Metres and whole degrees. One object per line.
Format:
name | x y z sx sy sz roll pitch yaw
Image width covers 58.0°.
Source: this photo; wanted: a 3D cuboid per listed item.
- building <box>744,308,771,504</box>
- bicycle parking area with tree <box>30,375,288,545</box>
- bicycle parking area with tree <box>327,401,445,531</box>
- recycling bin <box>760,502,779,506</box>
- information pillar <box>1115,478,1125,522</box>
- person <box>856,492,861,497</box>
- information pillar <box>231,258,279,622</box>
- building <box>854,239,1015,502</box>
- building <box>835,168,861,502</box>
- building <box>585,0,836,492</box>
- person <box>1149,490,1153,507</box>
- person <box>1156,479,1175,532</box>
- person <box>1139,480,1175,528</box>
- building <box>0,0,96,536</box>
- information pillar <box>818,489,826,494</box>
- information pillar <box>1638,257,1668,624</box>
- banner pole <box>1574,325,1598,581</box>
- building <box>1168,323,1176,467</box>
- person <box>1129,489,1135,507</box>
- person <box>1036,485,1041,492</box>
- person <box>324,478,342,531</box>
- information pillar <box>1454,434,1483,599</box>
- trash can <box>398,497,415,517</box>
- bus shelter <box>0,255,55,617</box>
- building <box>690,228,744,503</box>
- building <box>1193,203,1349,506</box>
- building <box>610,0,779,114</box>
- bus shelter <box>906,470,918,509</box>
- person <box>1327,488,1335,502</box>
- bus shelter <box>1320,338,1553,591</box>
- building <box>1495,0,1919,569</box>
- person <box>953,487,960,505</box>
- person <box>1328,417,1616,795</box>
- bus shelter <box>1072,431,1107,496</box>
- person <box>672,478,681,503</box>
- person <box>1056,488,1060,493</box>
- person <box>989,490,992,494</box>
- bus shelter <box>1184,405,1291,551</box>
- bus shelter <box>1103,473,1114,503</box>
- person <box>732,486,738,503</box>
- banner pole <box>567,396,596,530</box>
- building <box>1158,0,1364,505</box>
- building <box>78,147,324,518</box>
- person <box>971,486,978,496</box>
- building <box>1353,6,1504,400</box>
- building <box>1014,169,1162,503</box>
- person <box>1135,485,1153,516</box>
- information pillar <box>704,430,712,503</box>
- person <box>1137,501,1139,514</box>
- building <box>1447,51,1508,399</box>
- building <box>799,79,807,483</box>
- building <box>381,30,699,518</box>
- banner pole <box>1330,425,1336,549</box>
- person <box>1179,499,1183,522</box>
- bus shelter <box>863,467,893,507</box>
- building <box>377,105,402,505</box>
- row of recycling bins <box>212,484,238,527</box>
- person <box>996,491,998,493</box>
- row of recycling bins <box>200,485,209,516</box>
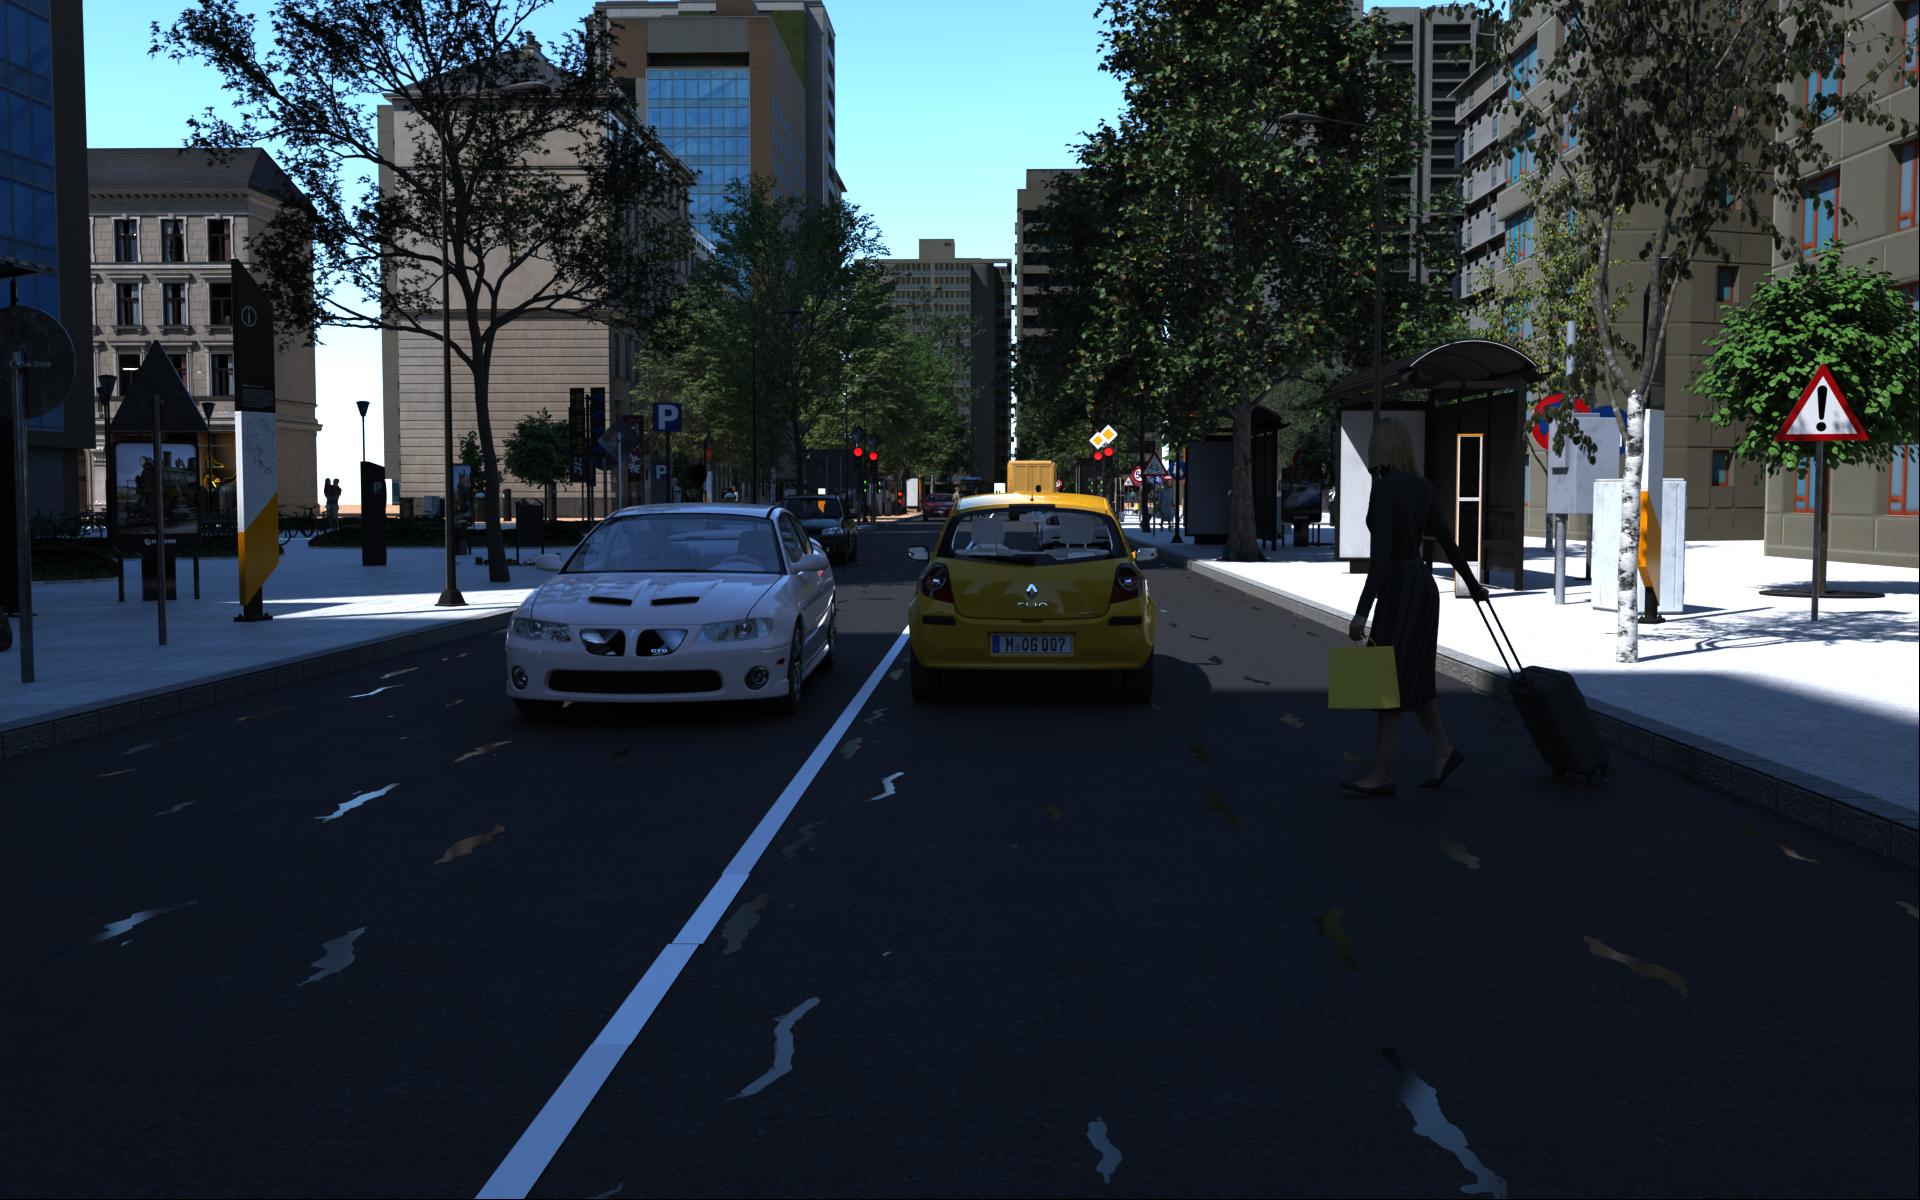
building | -21.990 -17.082 143.914 10.561 19.102 19.286 0 4 2
bicycle parking area with tree | -21.524 -3.494 44.126 9.016 4.147 8.231 -1 4 -13
bicycle parking area with tree | -20.878 -4.097 53.989 8.231 4.147 9.016 1 4 22
recycling bin | -5.654 -2.482 53.136 0.722 1.027 0.722 3 4 38
information pillar | 7.362 -4.602 79.726 0.304 2.012 0.304 3 5 41
person | -8.843 -9.070 155.052 1.217 1.736 0.721 2 4 23
information pillar | -7.120 -1.599 17.493 0.183 3.616 0.504 1 4 21
building | -3.636 -35.142 266.448 23.993 40.220 32.217 0 4 2
building | -30.031 -41.370 265.630 27.495 52.752 28.713 0 4 2
building | -29.112 -40.550 204.989 28.212 58.520 21.231 0 4 2
person | 17.349 -9.093 156.178 0.593 1.643 0.415 -1 4 -11
person | 7.051 -3.222 59.073 0.694 1.780 0.624 0 4 -1
person | 7.465 -3.600 65.114 1.509 1.804 0.699 -1 4 -14
building | -34.503 -24.254 46.661 14.200 45.320 14.600 0 4 2
information pillar | -7.472 -6.277 93.980 0.504 3.616 0.183 2 4 32
information pillar | 6.823 -1.572 17.060 0.183 3.616 0.504 3 4 38
banner pole | 9.437 -2.198 25.957 0.401 3.779 0.863 1 4 15
building | 44.240 -37.026 259.998 28.867 44.769 22.147 0 4 2
person | 16.811 -9.982 169.333 0.705 1.814 1.350 -1 4 -21
person | 2.623 -2.943 57.363 0.466 1.731 0.760 -2 4 -34
person | -21.396 -3.240 58.992 0.580 1.828 0.573 -3 5 -41
information pillar | 6.250 -1.027 21.285 0.304 2.012 0.304 1 4 15
trash can | -25.007 -4.074 78.263 0.748 1.137 0.748 0 3 0
bus shelter | -10.338 -1.453 15.037 1.731 3.624 6.357 0 4 2
building | -22.184 -16.565 125.595 10.420 20.320 16.860 0 4 2
building | 31.084 -24.464 171.687 14.160 30.474 14.107 0 4 2
building | -23.401 -31.250 161.044 14.600 45.320 14.200 0 4 2
bus shelter | -3.917 -9.541 149.924 2.014 3.302 5.546 0 4 2
person | 17.588 -4.595 81.274 0.679 1.850 0.850 0 4 6
bus shelter | 6.758 -1.920 25.318 2.014 3.302 5.546 0 4 2
building | 30.642 -11.969 40.734 27.650 21.520 28.899 0 4 2
person | -0.095 -4.382 80.702 0.362 1.759 0.519 -2 4 -35
person | 2.471 0.021 8.372 1.509 1.804 0.699 -1 4 -10
bus shelter | 7.895 -7.742 104.206 2.179 5.291 8.768 0 4 1
person | -8.538 -2.783 52.028 0.515 1.767 0.782 -2 4 -33
person | 8.453 -8.820 150.260 0.555 1.821 0.388 -3 5 -39
person | 2.855 -9.184 158.671 1.348 1.822 0.705 2 4 31
bus shelter | 6.421 -2.901 41.363 2.014 3.302 5.546 0 4 2
bus shelter | 11.770 -9.279 142.995 1.731 3.624 6.357 0 4 2
person | -11.518 -4.973 88.351 0.512 1.701 0.522 1 4 20
banner pole | -9.593 -3.311 44.146 0.863 3.779 0.401 -3 4 -38
building | 34.540 -46.744 202.509 20.563 71.187 20.611 0 4 2
building | -58.052 -15.151 98.627 40.483 20.767 10.553 0 4 2
person | 0.869 -5.150 92.476 0.755 1.850 0.659 3 4 36
building | 69.487 -50.134 257.944 20.611 71.187 20.563 0 4 2
building | 19.005 -38.928 260.166 21.600 48.544 21.300 0 4 2
person | 10.392 -5.583 97.543 0.699 1.804 1.509 -1 4 -11
information pillar | -9.197 -4.395 63.220 0.183 3.616 0.504 1 4 14
person | 11.774 -6.476 112.167 0.529 1.795 0.600 3 5 41
building | 70.760 -37.281 198.785 27.495 52.752 28.713 0 4 2
building | -23.238 -32.117 175.218 14.600 45.320 14.200 0 4 2
building | -24.002 -18.782 104.346 12.463 27.353 25.104 0 4 2
banner pole | 8.841 -3.097 40.659 0.401 3.779 0.863 -1 4 -9
person | 10.369 -4.265 80.053 0.640 1.303 0.475 0 4 -1
bus shelter | -6.161 -8.307 129.747 2.014 3.302 5.546 0 4 2
building | -54.839 -35.627 206.210 21.600 48.544 21.300 0 4 2
row of recycling bins | -29.074 -3.847 70.004 1.069 1.692 3.534 0 4 -6
person | 4.112 -11.403 194.898 0.705 1.831 1.348 -2 4 -35
row of recycling bins | -35.542 -4.457 79.991 3.534 1.692 1.069 -1 4 -14
